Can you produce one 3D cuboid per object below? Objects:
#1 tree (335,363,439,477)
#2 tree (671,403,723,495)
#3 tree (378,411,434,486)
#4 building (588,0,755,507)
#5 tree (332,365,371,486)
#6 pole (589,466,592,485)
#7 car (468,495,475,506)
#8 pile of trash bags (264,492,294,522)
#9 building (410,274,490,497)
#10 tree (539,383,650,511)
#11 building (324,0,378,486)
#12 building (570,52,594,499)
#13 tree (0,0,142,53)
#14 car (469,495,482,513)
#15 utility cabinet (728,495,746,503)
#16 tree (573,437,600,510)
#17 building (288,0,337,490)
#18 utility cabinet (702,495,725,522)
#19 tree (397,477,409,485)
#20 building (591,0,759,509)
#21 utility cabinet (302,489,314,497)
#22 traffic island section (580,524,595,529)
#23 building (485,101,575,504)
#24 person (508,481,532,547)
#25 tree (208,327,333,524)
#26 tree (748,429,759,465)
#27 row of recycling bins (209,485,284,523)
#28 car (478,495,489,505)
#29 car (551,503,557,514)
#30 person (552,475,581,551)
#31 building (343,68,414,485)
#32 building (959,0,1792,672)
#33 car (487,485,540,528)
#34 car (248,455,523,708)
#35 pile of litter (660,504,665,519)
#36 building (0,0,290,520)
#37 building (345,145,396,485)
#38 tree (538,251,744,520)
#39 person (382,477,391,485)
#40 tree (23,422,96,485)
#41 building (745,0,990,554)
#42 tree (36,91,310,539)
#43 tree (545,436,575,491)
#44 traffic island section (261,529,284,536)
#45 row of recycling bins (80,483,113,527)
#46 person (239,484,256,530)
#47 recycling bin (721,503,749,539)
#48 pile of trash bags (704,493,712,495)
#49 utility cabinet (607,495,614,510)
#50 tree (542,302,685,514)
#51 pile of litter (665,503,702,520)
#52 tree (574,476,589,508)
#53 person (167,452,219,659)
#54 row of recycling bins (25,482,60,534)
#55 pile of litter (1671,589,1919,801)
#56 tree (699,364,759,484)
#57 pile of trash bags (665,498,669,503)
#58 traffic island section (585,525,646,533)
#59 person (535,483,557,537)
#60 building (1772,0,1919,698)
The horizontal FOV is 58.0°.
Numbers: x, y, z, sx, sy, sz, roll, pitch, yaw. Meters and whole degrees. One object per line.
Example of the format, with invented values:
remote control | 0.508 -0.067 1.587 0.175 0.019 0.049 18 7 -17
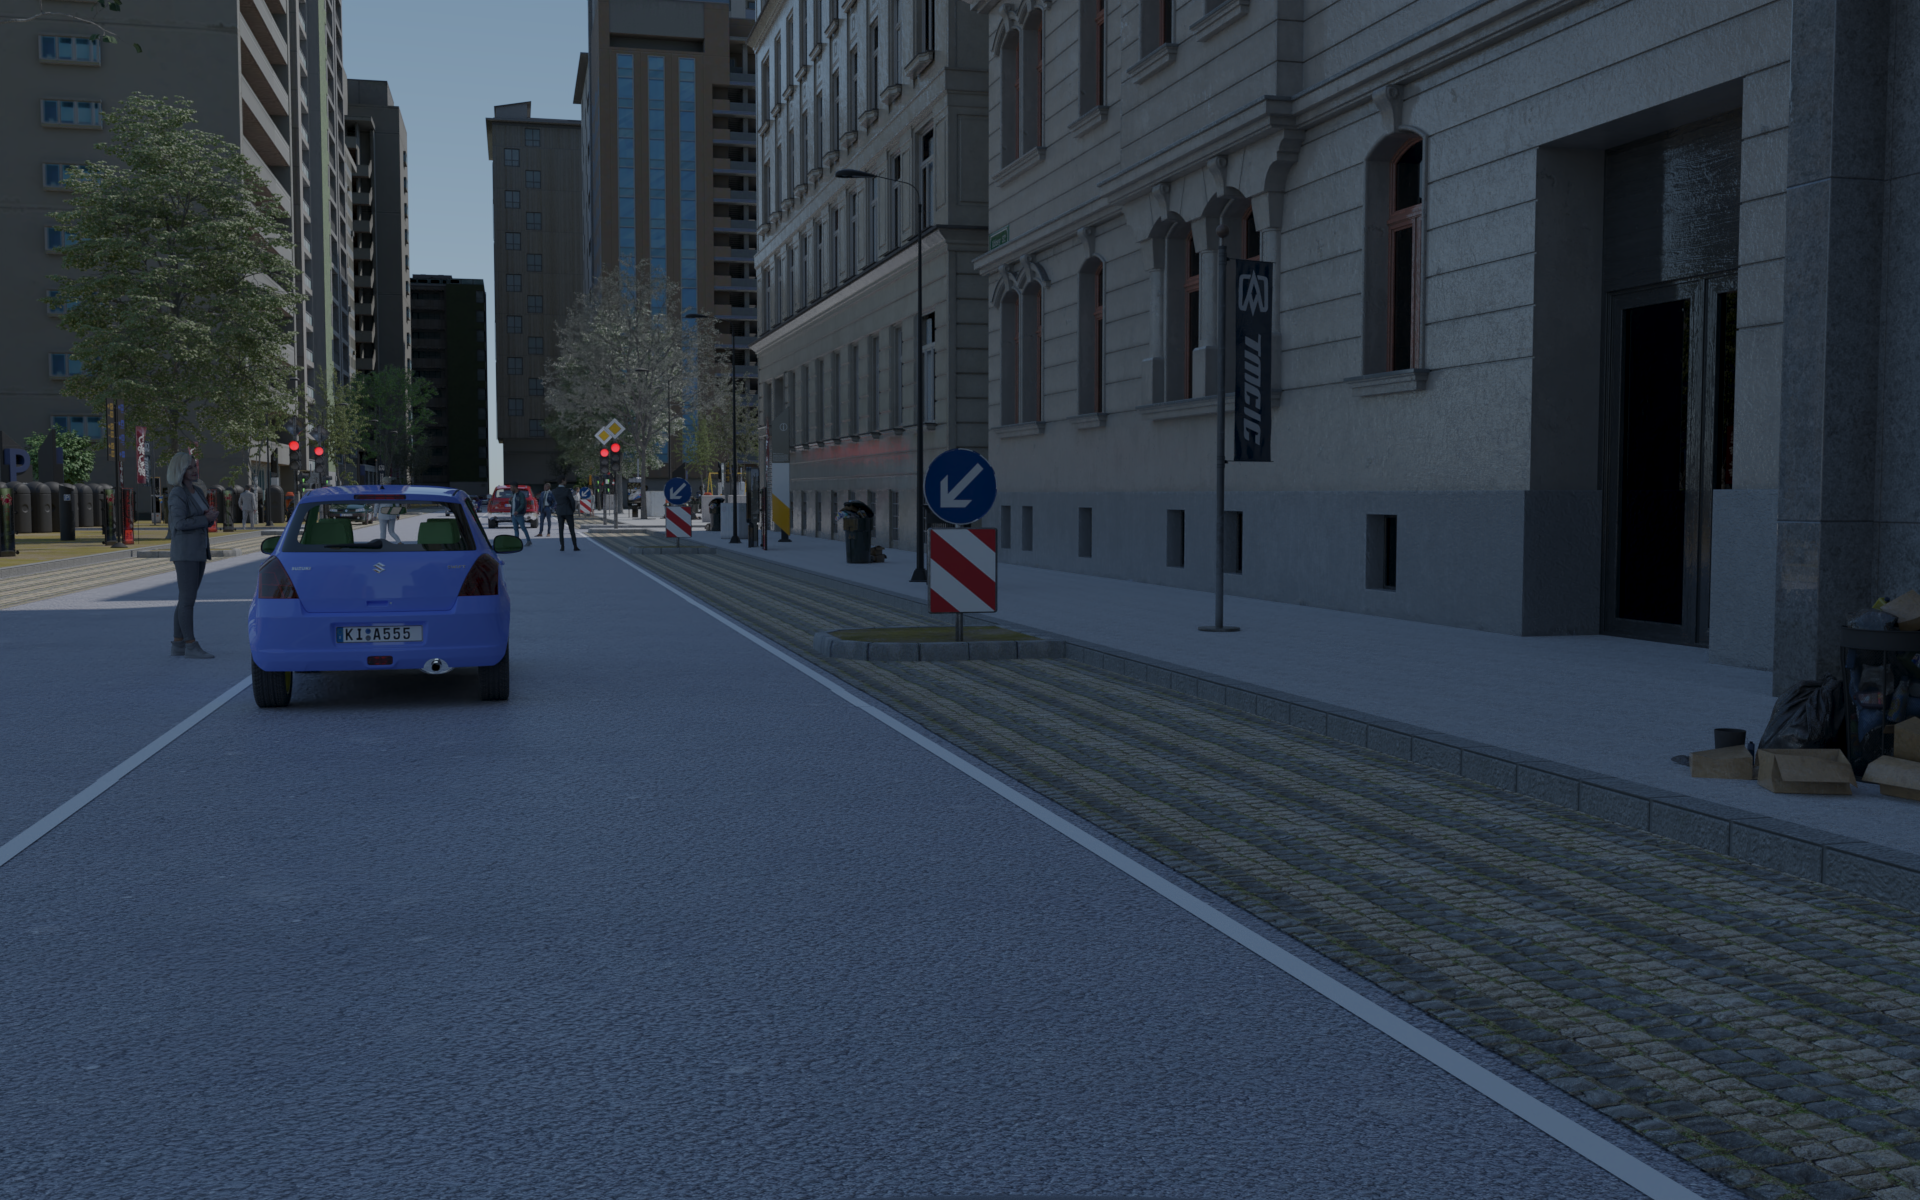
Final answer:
tree | -45.118 -12.871 136.188 9.928 11.665 9.643 0 3 0
tree | -20.245 -11.328 135.574 4.737 8.622 4.395 0 3 0
tree | -50.209 -12.680 157.686 4.360 8.622 3.978 0 3 0
building | -27.167 -38.869 177.509 21.231 58.520 28.212 -1 4 -14
tree | -34.988 -8.981 97.210 4.737 8.622 4.395 0 3 0
pole | -27.264 -8.190 127.746 0.158 3.312 0.155 0 3 0
car | -32.516 -6.147 112.508 2.014 1.417 4.499 -1 4 -15
pile of trash bags | -31.172 -4.299 80.037 1.912 1.369 3.447 -1 4 -14
building | -70.227 -28.090 230.977 14.107 30.474 14.160 -1 4 -14
tree | -27.862 -12.162 133.269 8.767 10.594 7.601 -2 4 -23
building | -61.209 -43.354 147.094 20.563 71.187 20.611 -1 4 -14
building | -30.776 -37.773 206.825 28.713 52.752 27.495 -1 4 -14
tree | -17.397 -10.338 24.912 12.611 20.169 13.585 0 3 0
car | -37.746 -7.382 133.277 1.945 1.354 3.894 -1 4 -13
utility cabinet | -11.874 -4.982 92.613 1.020 1.237 0.306 -2 4 -29
tree | -29.742 -11.607 140.144 4.737 8.622 4.395 0 3 0
building | -51.129 -26.589 118.325 14.154 41.232 14.086 -1 4 -14
utility cabinet | -11.186 -4.122 78.556 1.020 1.237 0.306 -1 4 -18
tree | -55.891 -11.009 174.605 1.663 3.219 1.824 0 3 0
building | -25.536 -30.916 155.594 14.600 45.320 14.200 -1 4 -14
utility cabinet | -31.244 -4.561 83.246 0.318 1.500 1.173 -3 5 -43
traffic island section | -14.698 -3.031 71.840 2.009 0.180 2.903 -1 4 -14
building | -51.570 -39.954 242.485 27.495 52.752 28.713 -1 4 -14
person | -12.054 -2.348 47.236 0.623 1.781 0.721 2 4 32
tree | -29.990 -7.544 73.704 4.737 8.622 4.395 0 3 0
tree | -14.759 -11.587 139.814 4.737 8.622 4.395 0 3 0
row of recycling bins | -31.572 -4.246 76.540 3.534 1.692 1.069 0 4 8
car | -54.615 -11.398 198.929 1.945 1.354 3.894 -1 4 -13
car | -29.100 -6.980 126.708 1.945 1.354 3.894 -1 4 -15
person | -9.950 -2.192 43.695 0.648 1.900 0.474 0 4 5
building | -74.581 -35.148 198.375 21.600 48.544 21.300 -1 4 -14
building | 9.207 -14.440 23.481 14.401 28.519 23.554 -1 4 -14
car | -19.064 -3.994 73.979 2.281 1.827 5.304 -1 4 -13
car | -4.286 -0.213 13.075 1.945 1.707 3.694 -1 4 -16
pile of litter | -14.981 -4.658 90.122 1.176 0.858 1.719 -2 4 -28
building | -48.262 -28.655 92.206 21.300 48.544 21.600 -1 4 -14
building | -72.610 -29.182 169.001 32.217 40.220 23.993 -1 4 -14
tree | -16.089 -10.837 87.555 12.009 13.543 11.850 0 3 0
person | -13.453 -1.984 40.813 0.818 1.842 0.514 2 4 30
tree | -41.241 -5.852 79.387 4.285 4.588 4.351 0 3 0
building | 3.236 -13.270 50.248 16.112 22.955 30.059 -1 4 -14
tree | -22.565 -8.062 49.938 7.486 12.596 7.792 0 3 0
tree | -49.864 -16.283 216.595 4.360 8.622 3.978 0 3 0
traffic island section | -23.502 -2.389 61.346 2.009 0.180 2.903 -1 4 -14
row of recycling bins | -34.067 -3.694 67.517 1.069 1.692 3.534 0 4 2
person | -26.173 -3.355 63.632 0.678 1.792 0.850 0 4 -7
recycling bin | -6.339 -2.256 49.439 0.722 1.027 0.722 3 4 37
pile of trash bags | -13.887 -5.821 104.925 3.447 1.369 1.912 0 4 3
utility cabinet | -28.070 -7.815 138.930 1.020 1.237 0.306 0 4 -8
tree | -22.630 -12.671 113.831 9.857 13.997 8.962 0 3 0
pile of litter | -13.534 -4.421 86.242 1.719 0.858 1.176 3 4 36
tree | -35.271 -10.140 160.383 1.663 3.219 1.824 0 3 0
person | -6.740 -0.405 15.300 0.526 1.800 0.537 1 4 9
row of recycling bins | -30.606 -3.033 56.710 1.069 1.692 3.534 1 4 10
pile of litter | 4.000 0.392 7.556 1.176 0.858 1.719 -2 4 -24
tree | -12.730 -9.015 97.761 4.360 8.622 3.978 0 3 0
pile of trash bags | -21.844 -7.110 125.999 1.912 1.369 3.447 -2 4 -29
traffic island section | -12.709 -2.558 64.105 2.009 0.180 2.903 -1 4 -14
person | -13.934 -3.034 58.292 0.721 1.800 0.419 1 4 9
building | 13.431 -11.258 2.095 12.078 24.808 19.932 -1 4 -14
